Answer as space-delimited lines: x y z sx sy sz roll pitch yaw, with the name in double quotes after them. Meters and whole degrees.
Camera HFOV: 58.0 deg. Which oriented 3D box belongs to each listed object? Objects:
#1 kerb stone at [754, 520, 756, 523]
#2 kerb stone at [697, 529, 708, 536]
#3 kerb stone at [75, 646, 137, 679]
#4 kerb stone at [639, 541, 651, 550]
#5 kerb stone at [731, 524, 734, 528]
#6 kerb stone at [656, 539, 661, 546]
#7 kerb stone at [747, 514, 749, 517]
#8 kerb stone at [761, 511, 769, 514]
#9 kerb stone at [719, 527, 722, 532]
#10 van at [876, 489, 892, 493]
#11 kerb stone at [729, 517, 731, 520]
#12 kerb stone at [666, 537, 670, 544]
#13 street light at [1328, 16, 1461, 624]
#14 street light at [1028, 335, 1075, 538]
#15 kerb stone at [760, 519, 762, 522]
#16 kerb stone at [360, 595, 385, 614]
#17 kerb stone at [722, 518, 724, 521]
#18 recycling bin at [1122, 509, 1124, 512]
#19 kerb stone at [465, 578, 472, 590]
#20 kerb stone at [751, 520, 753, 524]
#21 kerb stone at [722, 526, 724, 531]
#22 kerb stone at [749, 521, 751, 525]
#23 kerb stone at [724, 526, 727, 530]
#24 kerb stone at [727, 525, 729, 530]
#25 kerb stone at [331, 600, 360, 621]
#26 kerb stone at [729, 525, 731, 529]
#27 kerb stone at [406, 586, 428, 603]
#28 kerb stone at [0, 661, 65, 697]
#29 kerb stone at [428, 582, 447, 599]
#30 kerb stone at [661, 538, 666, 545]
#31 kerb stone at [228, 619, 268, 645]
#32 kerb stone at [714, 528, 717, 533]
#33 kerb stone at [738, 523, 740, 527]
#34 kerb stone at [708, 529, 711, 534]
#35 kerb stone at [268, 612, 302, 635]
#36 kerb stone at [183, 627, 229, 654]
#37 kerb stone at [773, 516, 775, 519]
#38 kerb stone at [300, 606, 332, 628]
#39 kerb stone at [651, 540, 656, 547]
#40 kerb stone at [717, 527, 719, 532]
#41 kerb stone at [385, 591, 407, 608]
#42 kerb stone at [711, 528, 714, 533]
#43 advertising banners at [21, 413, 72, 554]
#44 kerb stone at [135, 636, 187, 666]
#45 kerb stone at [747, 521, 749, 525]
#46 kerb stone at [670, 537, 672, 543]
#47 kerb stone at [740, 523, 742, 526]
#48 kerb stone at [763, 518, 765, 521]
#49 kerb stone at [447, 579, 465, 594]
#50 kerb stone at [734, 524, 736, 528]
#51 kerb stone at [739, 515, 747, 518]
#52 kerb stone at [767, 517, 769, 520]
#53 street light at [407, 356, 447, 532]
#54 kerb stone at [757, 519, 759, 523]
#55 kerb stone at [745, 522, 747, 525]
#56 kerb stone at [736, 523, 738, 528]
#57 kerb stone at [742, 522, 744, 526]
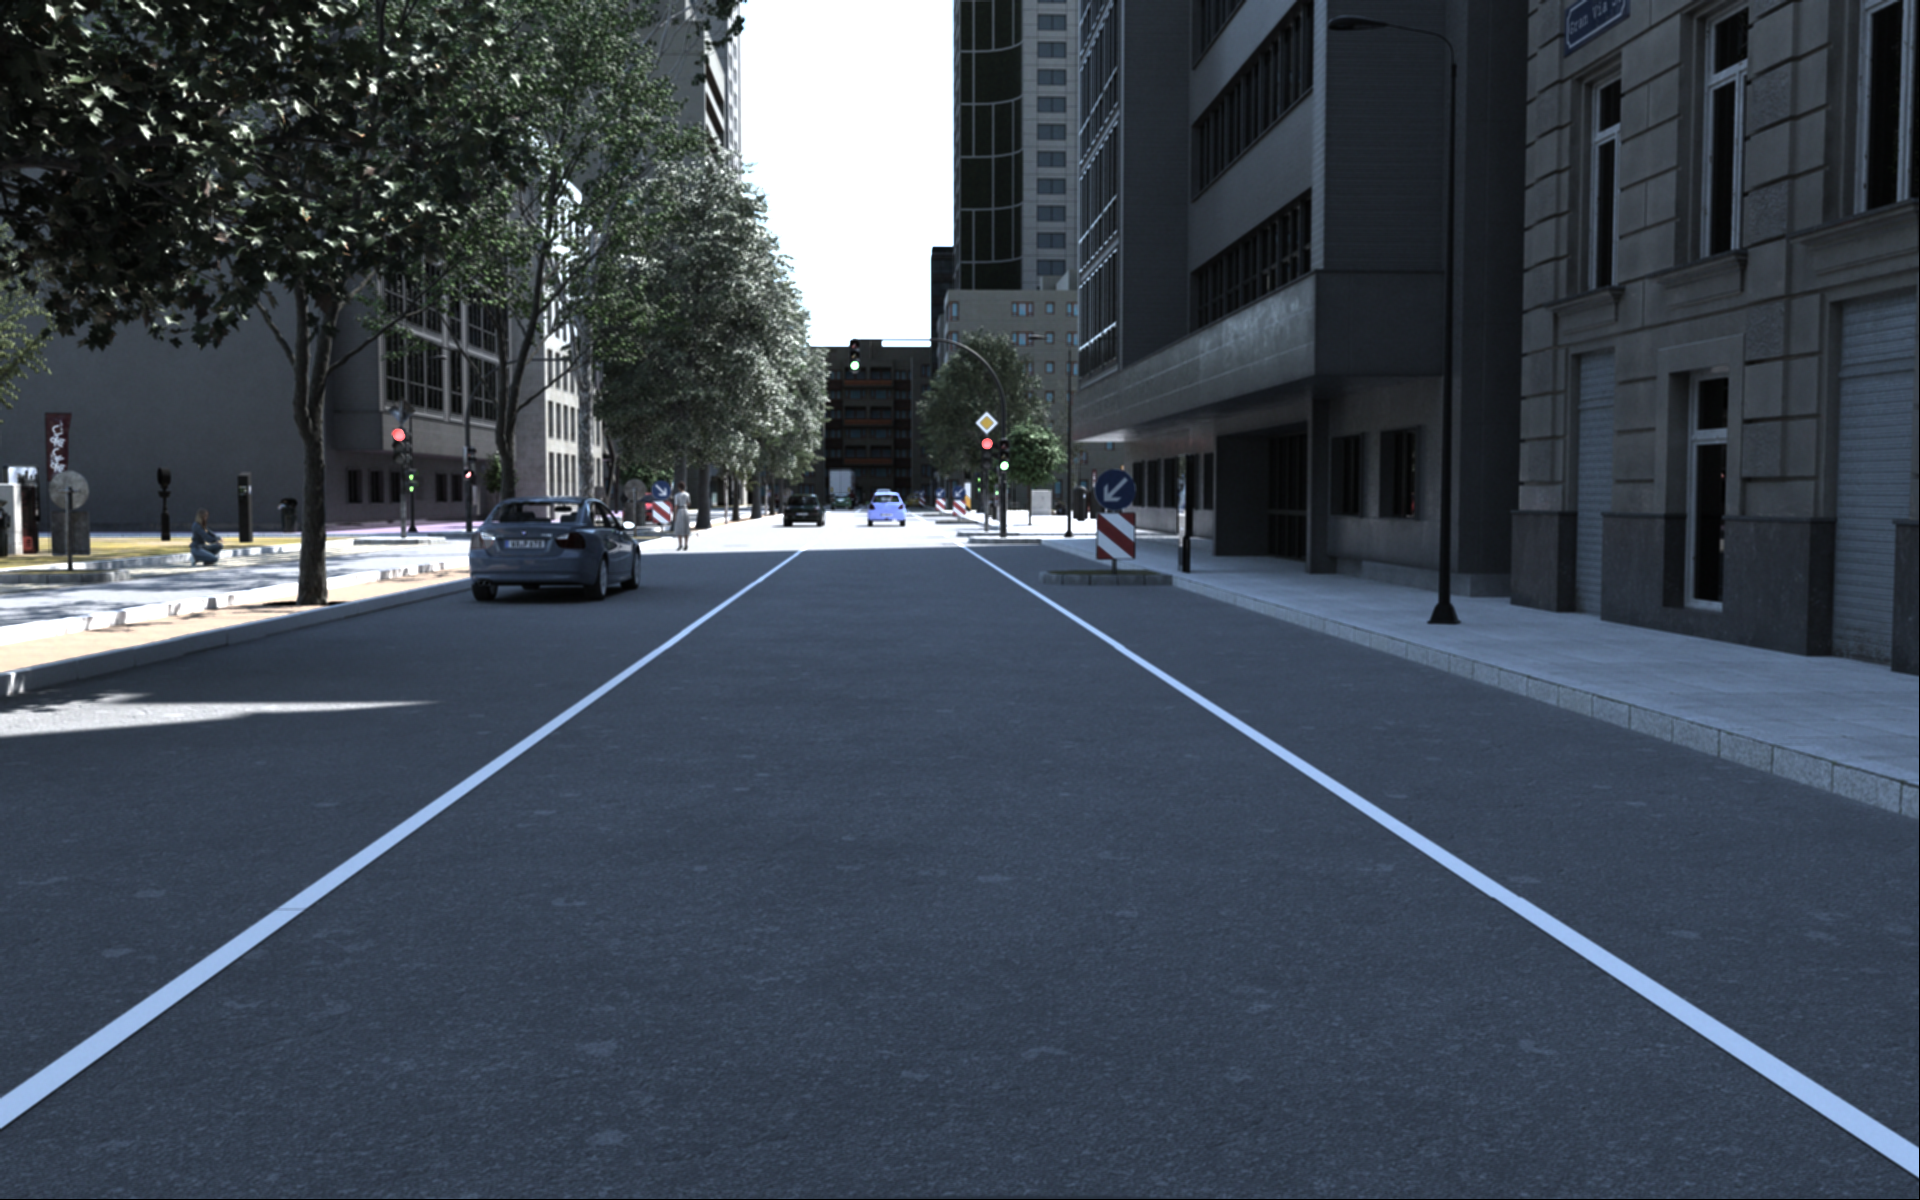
-10.017 -3.723 83.088 0.120 0.150 1.000 0 4 -3 "kerb stone"
-8.996 -2.347 60.575 0.120 0.150 1.000 0 4 -3 "kerb stone"
-6.898 0.508 13.884 0.120 0.150 1.000 0 4 -3 "kerb stone"
-8.333 -1.429 45.616 0.120 0.150 1.000 0 4 -3 "kerb stone"
-9.464 -2.974 70.816 0.120 0.150 1.000 0 4 -3 "kerb stone"
-8.426 -1.557 47.662 0.120 0.150 1.000 0 4 -3 "kerb stone"
-13.129 -5.099 105.567 0.120 0.150 1.000 0 4 -3 "kerb stone"
-13.962 -6.228 124.025 0.120 0.150 1.000 0 4 -3 "kerb stone"
-9.234 -2.660 65.694 0.120 0.150 1.000 0 4 -3 "kerb stone"
-6.590 -8.714 149.488 2.013 2.044 4.112 0 4 -3 "van"
-12.580 -4.345 93.283 0.120 0.150 1.000 0 4 -3 "kerb stone"
-8.518 -1.677 49.704 0.120 0.150 1.000 0 4 -3 "kerb stone"
4.273 -2.721 17.026 1.470 5.913 1.316 0 4 -3 "street light"
2.682 -4.792 50.897 1.470 5.913 1.316 0 4 -3 "street light"
-10.200 -3.975 87.183 0.120 0.150 1.000 0 4 -3 "kerb stone"
-7.223 0.070 21.047 0.120 0.150 1.000 0 4 -3 "kerb stone"
-12.386 -4.097 89.184 0.120 0.150 1.000 0 4 -3 "kerb stone"
9.686 -5.278 98.845 0.722 1.027 0.722 2 4 33 "recycling bin"
-7.457 -0.243 26.169 0.120 0.150 1.000 0 4 -3 "kerb stone"
-9.922 -3.594 81.046 0.120 0.150 1.000 0 4 -3 "kerb stone"
-9.283 -2.723 66.715 0.120 0.150 1.000 0 4 -3 "kerb stone"
-9.878 -3.536 80.025 0.120 0.150 1.000 0 4 -3 "kerb stone"
-9.330 -2.785 67.736 0.120 0.150 1.000 0 4 -3 "kerb stone"
-9.369 -2.849 68.769 0.120 0.150 1.000 0 4 -3 "kerb stone"
-7.182 0.133 20.025 0.120 0.150 1.000 0 4 -3 "kerb stone"
-9.416 -2.911 69.794 0.120 0.150 1.000 0 4 -3 "kerb stone"
-7.316 -0.055 23.094 0.120 0.150 1.000 0 4 -3 "kerb stone"
-6.855 0.571 12.863 0.120 0.150 1.000 0 4 -3 "kerb stone"
-7.366 -0.117 24.116 0.120 0.150 1.000 0 4 -3 "kerb stone"
-8.460 -1.620 48.683 0.120 0.150 1.000 0 4 -3 "kerb stone"
-7.036 0.321 16.954 0.120 0.150 1.000 0 4 -3 "kerb stone"
-9.147 -2.535 63.648 0.120 0.150 1.000 0 4 -3 "kerb stone"
-9.604 -3.161 73.883 0.120 0.150 1.000 0 4 -3 "kerb stone"
-9.047 -2.405 61.596 0.120 0.150 1.000 0 4 -3 "kerb stone"
-7.086 0.261 17.975 0.120 0.150 1.000 0 4 -3 "kerb stone"
-6.999 0.383 15.933 0.120 0.150 1.000 0 4 -3 "kerb stone"
-10.664 -4.602 97.433 0.120 0.150 1.000 0 4 -3 "kerb stone"
-7.135 0.196 18.998 0.120 0.150 1.000 0 4 -3 "kerb stone"
-8.376 -1.495 46.640 0.120 0.150 1.000 0 4 -3 "kerb stone"
-9.186 -2.598 64.673 0.120 0.150 1.000 0 4 -3 "kerb stone"
-7.275 0.010 22.069 0.120 0.150 1.000 0 4 -3 "kerb stone"
-9.098 -2.472 62.617 0.120 0.150 1.000 0 4 -3 "kerb stone"
-20.125 -2.503 37.107 2.074 3.025 0.090 -1 4 -15 "advertising banners"
-6.940 0.450 14.906 0.120 0.150 1.000 0 4 -3 "kerb stone"
-9.842 -3.471 78.996 0.120 0.150 1.000 0 4 -3 "kerb stone"
-8.554 -1.745 50.725 0.120 0.150 1.000 0 4 -3 "kerb stone"
-9.649 -3.224 74.905 0.120 0.150 1.000 0 4 -3 "kerb stone"
-10.288 -4.099 89.238 0.120 0.150 1.000 0 4 -3 "kerb stone"
-7.408 -0.180 25.139 0.120 0.150 1.000 0 4 -3 "kerb stone"
-9.518 -3.036 71.840 0.120 0.150 1.000 0 4 -3 "kerb stone"
-13.093 -5.037 104.545 0.120 0.150 1.000 0 4 -3 "kerb stone"
-10.427 -4.289 92.312 0.120 0.150 1.000 0 4 -3 "kerb stone"
-17.931 -5.244 58.288 1.470 5.913 1.316 0 4 -3 "street light"
-10.117 -3.844 85.135 0.120 0.150 1.000 0 4 -3 "kerb stone"
-9.785 -3.408 77.975 0.120 0.150 1.000 0 4 -3 "kerb stone"
-9.548 -3.097 72.863 0.120 0.150 1.000 0 4 -3 "kerb stone"
-9.690 -3.287 75.932 0.120 0.150 1.000 0 4 -3 "kerb stone"
